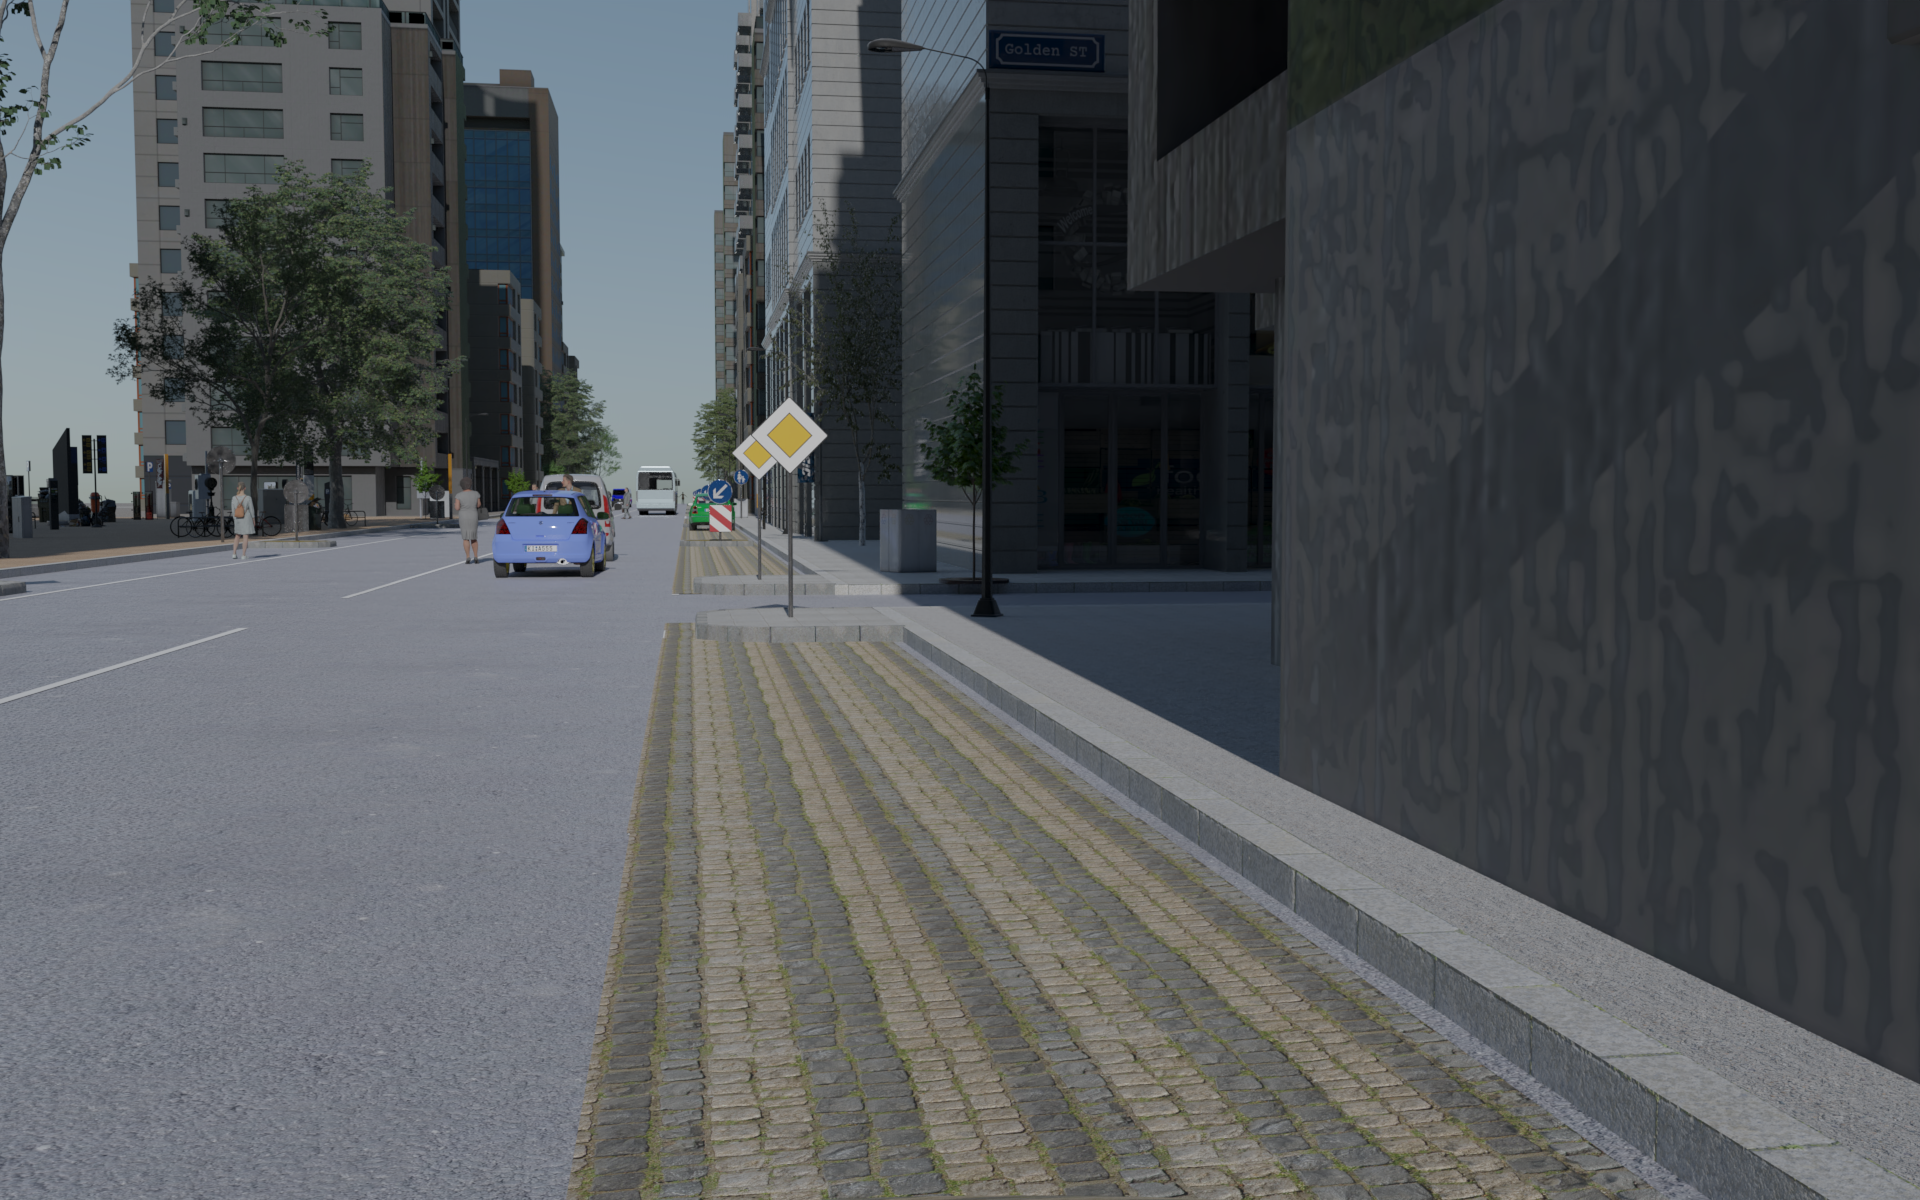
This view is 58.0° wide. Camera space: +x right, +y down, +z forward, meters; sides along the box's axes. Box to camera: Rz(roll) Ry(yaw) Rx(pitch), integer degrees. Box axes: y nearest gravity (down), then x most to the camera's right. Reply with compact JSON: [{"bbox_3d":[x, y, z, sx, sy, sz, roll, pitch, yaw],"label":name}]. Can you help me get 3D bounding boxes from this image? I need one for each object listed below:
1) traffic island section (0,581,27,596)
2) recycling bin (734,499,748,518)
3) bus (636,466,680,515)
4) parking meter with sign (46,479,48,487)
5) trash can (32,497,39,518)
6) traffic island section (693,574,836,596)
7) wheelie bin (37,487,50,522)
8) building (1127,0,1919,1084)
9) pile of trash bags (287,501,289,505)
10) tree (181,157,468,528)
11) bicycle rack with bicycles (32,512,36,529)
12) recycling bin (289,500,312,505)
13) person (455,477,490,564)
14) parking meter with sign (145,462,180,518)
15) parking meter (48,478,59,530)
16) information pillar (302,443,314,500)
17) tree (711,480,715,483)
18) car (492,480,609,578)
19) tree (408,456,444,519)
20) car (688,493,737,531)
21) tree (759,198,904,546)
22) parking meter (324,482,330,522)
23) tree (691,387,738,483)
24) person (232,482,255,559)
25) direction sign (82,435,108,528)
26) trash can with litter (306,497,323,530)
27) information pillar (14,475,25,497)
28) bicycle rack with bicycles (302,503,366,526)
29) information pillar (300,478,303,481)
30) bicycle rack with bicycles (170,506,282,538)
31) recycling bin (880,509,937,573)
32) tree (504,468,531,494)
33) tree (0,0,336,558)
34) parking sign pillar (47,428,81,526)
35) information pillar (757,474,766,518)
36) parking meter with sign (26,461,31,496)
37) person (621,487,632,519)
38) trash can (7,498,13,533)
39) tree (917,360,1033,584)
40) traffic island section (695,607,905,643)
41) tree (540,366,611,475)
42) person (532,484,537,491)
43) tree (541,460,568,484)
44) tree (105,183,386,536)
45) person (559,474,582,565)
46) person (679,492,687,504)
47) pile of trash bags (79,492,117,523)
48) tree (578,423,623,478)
[{"bbox_3d":[-14.430,-0.114,24.147,2.009,0.180,2.903,-1,4,-9],"label":"traffic island section"},{"bbox_3d":[-11.775,-4.928,93.127,0.722,1.027,0.722,-1,4,-8],"label":"recycling bin"},{"bbox_3d":[-21.183,-7.745,121.489,2.948,3.499,13.247,-1,4,-8],"label":"bus"},{"bbox_3d":[-46.196,-5.632,88.338,1.738,3.016,0.543,2,4,33],"label":"parking meter with sign"},{"bbox_3d":[-49.386,-4.943,92.467,0.748,1.137,0.748,0,3,0],"label":"trash can"},{"bbox_3d":[-2.977,-0.223,25.929,2.009,0.180,2.903,-1,4,-9],"label":"traffic island section"},{"bbox_3d":[-41.430,-4.326,78.641,0.980,1.594,0.693,0,4,-2],"label":"wheelie bin"},{"bbox_3d":[8.057,-14.579,10.065,14.160,30.474,14.107,-1,4,-9],"label":"building"},{"bbox_3d":[-36.963,-5.151,93.964,1.912,1.369,3.447,-3,4,-38],"label":"pile of trash bags"},{"bbox_3d":[-23.474,-9.656,64.530,9.857,13.997,8.962,0,3,0],"label":"tree"},{"bbox_3d":[-35.186,-3.077,63.693,2.852,0.926,2.925,1,4,9],"label":"bicycle rack with bicycles"},{"bbox_3d":[-27.740,-3.689,72.867,0.722,1.027,0.722,0,4,-2],"label":"recycling bin"},{"bbox_3d":[-10.018,-1.631,35.520,0.716,1.782,0.532,-2,4,-30],"label":"person"},{"bbox_3d":[-43.053,-5.955,93.620,1.738,3.016,0.543,1,4,10],"label":"parking meter with sign"},{"bbox_3d":[-32.605,-3.462,62.308,0.255,1.863,0.399,-3,4,-37],"label":"parking meter"},{"bbox_3d":[-28.746,-5.201,76.397,0.183,3.616,0.504,3,5,40],"label":"information pillar"},{"bbox_3d":[-30.963,-13.626,217.390,1.663,3.219,1.824,0,3,0],"label":"tree"},{"bbox_3d":[-7.287,-1.308,30.970,1.945,1.707,3.694,0,4,-7],"label":"car"},{"bbox_3d":[-27.087,-5.698,87.769,1.663,3.219,1.824,0,3,0],"label":"tree"},{"bbox_3d":[-9.801,-3.655,68.554,1.959,1.807,4.718,0,4,-8],"label":"car"},{"bbox_3d":[-2.562,-5.645,42.655,4.360,8.622,3.978,0,3,0],"label":"tree"},{"bbox_3d":[-28.590,-4.454,78.528,0.399,1.863,0.255,1,4,22],"label":"parking meter"},{"bbox_3d":[-24.979,-16.229,183.473,7.486,12.596,7.792,0,3,0],"label":"tree"},{"bbox_3d":[-15.792,-1.749,38.105,0.512,1.701,0.522,-1,4,-9],"label":"person"},{"bbox_3d":[-33.158,-4.552,66.420,0.876,3.537,0.379,-1,4,-10],"label":"direction sign"},{"bbox_3d":[-23.148,-3.059,61.397,1.055,1.170,0.624,0,3,0],"label":"trash can with litter"},{"bbox_3d":[-36.749,-3.861,67.617,0.304,2.012,0.304,1,4,18],"label":"information pillar"},{"bbox_3d":[-25.281,-3.410,69.136,2.852,0.926,2.925,2,4,24],"label":"bicycle rack with bicycles"},{"bbox_3d":[-30.731,-4.691,81.183,0.304,2.012,0.304,-1,4,-13],"label":"information pillar"},{"bbox_3d":[-22.036,-2.326,51.415,2.925,0.926,2.852,0,4,1],"label":"bicycle rack with bicycles"},{"bbox_3d":[-0.854,-0.981,28.595,0.722,1.027,0.722,-2,4,-30],"label":"recycling bin"},{"bbox_3d":[-33.016,-8.297,130.263,1.663,3.219,1.824,0,3,0],"label":"tree"},{"bbox_3d":[-19.476,-10.988,35.535,12.611,20.169,13.585,0,3,0],"label":"tree"},{"bbox_3d":[-36.638,-5.044,70.937,1.447,3.967,1.447,3,4,38],"label":"parking sign pillar"},{"bbox_3d":[-10.447,-6.107,91.207,0.504,3.616,0.183,0,4,4],"label":"information pillar"},{"bbox_3d":[-49.317,-5.737,90.065,1.738,3.016,0.543,-3,5,-41],"label":"parking meter with sign"},{"bbox_3d":[-19.142,-5.546,99.279,0.767,1.812,0.694,-2,4,-33],"label":"person"},{"bbox_3d":[-31.119,-2.751,56.626,0.748,1.137,0.748,0,3,0],"label":"trash can"},{"bbox_3d":[0.317,-1.867,25.126,1.663,3.219,1.824,0,3,0],"label":"tree"},{"bbox_3d":[-1.741,0.259,18.039,2.009,0.180,2.903,-1,4,-9],"label":"traffic island section"},{"bbox_3d":[-39.975,-16.277,172.777,9.857,13.997,8.962,0,3,0],"label":"tree"},{"bbox_3d":[-15.499,-3.340,63.201,0.635,1.810,0.391,2,4,32],"label":"person"},{"bbox_3d":[-38.832,-11.116,165.464,4.285,4.588,4.351,0,3,0],"label":"tree"},{"bbox_3d":[-21.798,-7.247,52.905,8.767,10.594,7.601,-1,4,-13],"label":"tree"},{"bbox_3d":[-7.994,-1.642,35.251,0.656,1.842,0.836,-2,4,-32],"label":"person"},{"bbox_3d":[-38.265,-14.076,239.353,1.217,1.735,0.721,0,4,8],"label":"person"},{"bbox_3d":[-39.172,-4.191,78.279,1.912,1.369,3.447,-2,4,-31],"label":"pile of trash bags"},{"bbox_3d":[-53.633,-20.186,255.797,9.928,11.665,9.643,0,3,0],"label":"tree"}]
